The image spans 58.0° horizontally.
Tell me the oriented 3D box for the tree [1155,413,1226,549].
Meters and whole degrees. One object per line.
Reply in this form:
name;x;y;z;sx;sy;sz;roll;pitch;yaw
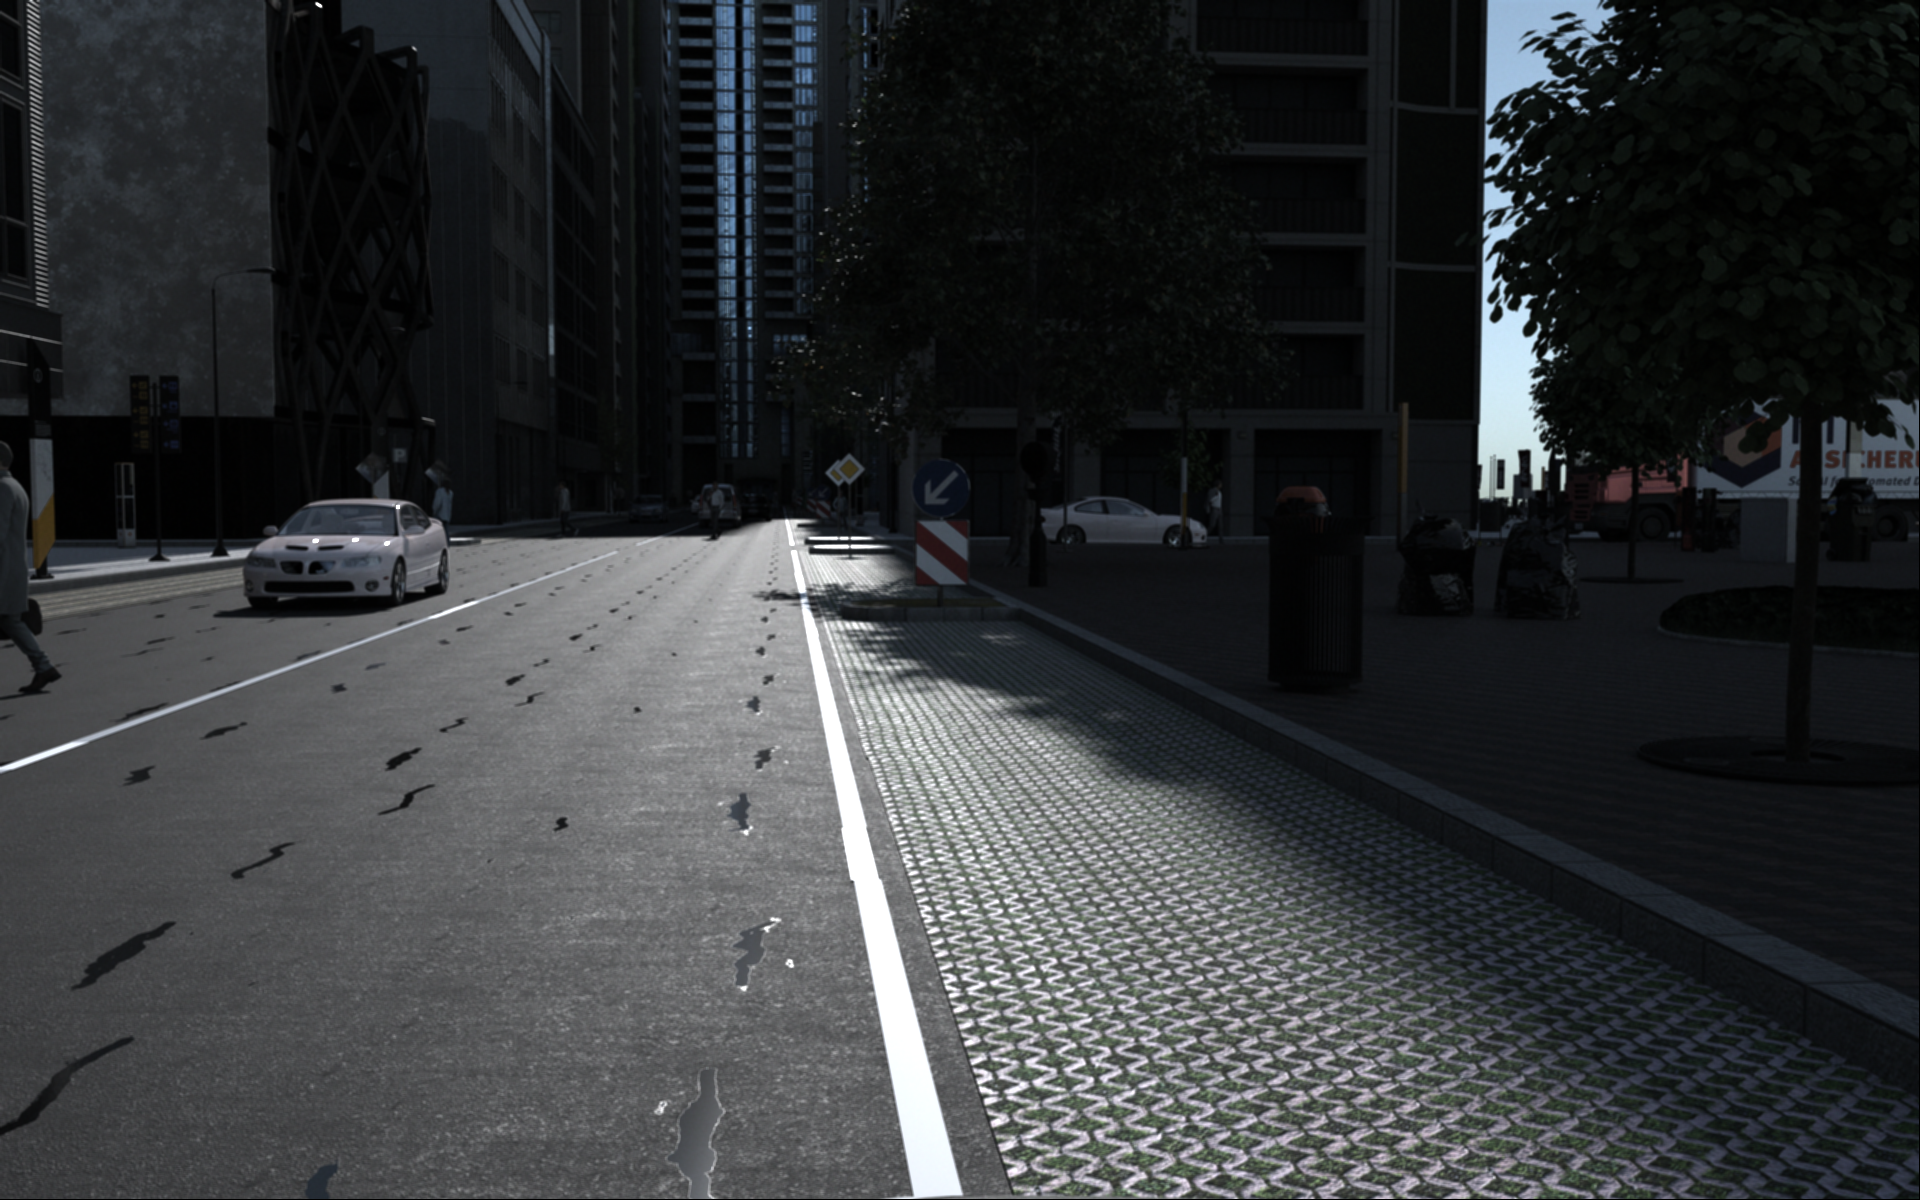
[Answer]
tree;5.567;-2.852;41.224;1.663;3.219;1.824;0;3;0

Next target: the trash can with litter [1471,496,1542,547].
trash can with litter;13.433;-1.929;42.595;2.233;1.210;1.678;2;4;25

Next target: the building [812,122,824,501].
building;-9.491;-31.217;193.986;14.154;41.232;14.086;0;4;-6

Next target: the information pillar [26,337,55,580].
information pillar;-13.864;-2.127;26.127;0.183;3.616;0.504;0;4;1

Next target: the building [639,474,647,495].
building;-43.606;-27.870;147.550;32.217;40.220;23.993;0;4;-6

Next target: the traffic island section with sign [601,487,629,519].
traffic island section with sign;-19.720;-5.620;100.510;1.989;1.847;2.006;0;4;-6

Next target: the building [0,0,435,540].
building;-26.122;-11.529;55.958;16.820;18.784;16.811;0;4;-6

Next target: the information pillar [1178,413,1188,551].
information pillar;5.080;-2.933;39.309;0.183;3.616;0.504;0;4;1

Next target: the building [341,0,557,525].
building;-26.149;-16.012;79.820;12.078;24.808;19.932;0;4;-6

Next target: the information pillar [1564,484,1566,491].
information pillar;42.468;-7.140;121.224;0.304;2.012;0.304;1;4;8

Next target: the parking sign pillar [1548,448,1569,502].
parking sign pillar;32.897;-6.571;95.907;1.447;3.967;1.447;1;4;9

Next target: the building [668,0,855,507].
building;-29.563;-55.304;216.890;31.000;86.520;22.319;0;4;-6

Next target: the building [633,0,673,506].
building;-45.609;-39.397;186.140;28.212;58.520;21.231;0;4;-6

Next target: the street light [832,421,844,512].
street light;-5.059;-6.524;79.215;1.470;5.913;1.316;0;4;-6

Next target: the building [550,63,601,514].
building;-29.706;-18.883;102.240;14.314;27.812;24.014;0;4;-6

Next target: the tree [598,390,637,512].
tree;-24.360;-10.426;120.822;4.737;8.622;4.395;0;3;0

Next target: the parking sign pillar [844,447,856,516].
parking sign pillar;-6.378;-6.826;100.070;1.447;3.967;1.447;-1;4;-15

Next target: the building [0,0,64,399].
building;-20.186;-13.562;15.251;14.314;27.812;24.014;0;4;-6

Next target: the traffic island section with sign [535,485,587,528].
traffic island section with sign;-16.949;-3.980;73.697;1.989;1.847;2.006;0;4;-6

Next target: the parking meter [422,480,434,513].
parking meter;-21.456;-3.923;69.856;0.399;1.863;0.255;0;4;-2

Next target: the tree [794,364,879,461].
tree;-7.595;-11.614;115.646;9.928;11.665;9.643;0;3;0

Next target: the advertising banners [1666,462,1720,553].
advertising banners;16.352;-2.605;38.783;0.090;3.025;2.074;-1;4;-10

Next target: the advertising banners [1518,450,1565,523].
advertising banners;22.908;-4.400;68.122;2.074;3.025;0.090;3;5;43

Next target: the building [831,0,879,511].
building;-0.262;-50.723;141.990;22.319;86.520;31.000;0;4;-6

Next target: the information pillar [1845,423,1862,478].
information pillar;18.095;-2.675;35.099;0.504;3.616;0.183;-2;4;-35

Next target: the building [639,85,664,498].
building;-36.588;-29.648;168.336;14.154;41.232;14.086;0;4;-6

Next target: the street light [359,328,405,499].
street light;-16.221;-4.649;48.556;1.470;5.913;1.316;0;4;-6

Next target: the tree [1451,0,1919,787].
tree;3.997;-1.489;8.058;4.285;4.588;4.351;0;3;0

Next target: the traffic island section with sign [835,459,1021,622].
traffic island section with sign;-0.397;-0.712;20.265;1.989;1.847;2.006;0;4;-6

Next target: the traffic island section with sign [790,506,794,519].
traffic island section with sign;-8.790;-5.674;101.389;1.989;1.847;2.006;0;4;-6

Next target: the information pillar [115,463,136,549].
information pillar;-19.717;-2.228;40.924;0.304;2.012;0.304;2;4;33

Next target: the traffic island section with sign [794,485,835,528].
traffic island section with sign;-6.018;-4.034;74.577;1.989;1.847;2.006;0;4;-6

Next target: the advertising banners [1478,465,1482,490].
advertising banners;30.517;-6.570;103.613;0.090;3.025;2.074;-1;4;-23

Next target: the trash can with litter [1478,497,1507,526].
trash can with litter;21.149;-3.510;68.779;1.055;1.170;0.624;2;4;34

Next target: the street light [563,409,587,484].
street light;-20.970;-7.442;94.213;1.470;5.913;1.316;0;4;-6

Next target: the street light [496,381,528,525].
street light;-18.465;-6.042;71.331;1.470;5.913;1.316;0;4;-6

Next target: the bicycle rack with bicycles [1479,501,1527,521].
bicycle rack with bicycles;26.850;-4.314;83.914;2.852;0.926;2.925;-1;4;-14

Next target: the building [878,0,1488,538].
building;7.868;-37.997;59.499;20.611;71.187;20.563;0;4;-6

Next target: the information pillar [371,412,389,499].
information pillar;-16.548;-3.555;49.471;0.504;3.616;0.183;0;4;4

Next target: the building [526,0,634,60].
building;-31.840;-27.258;129.255;14.154;41.232;14.086;0;4;-6

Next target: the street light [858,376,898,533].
street light;-2.728;-5.132;56.450;1.470;5.913;1.316;0;4;-6

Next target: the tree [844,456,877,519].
tree;-5.379;-5.779;89.094;1.663;3.219;1.824;0;3;0

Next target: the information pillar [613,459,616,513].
information pillar;-23.085;-7.609;115.762;0.183;3.616;0.504;0;4;-6

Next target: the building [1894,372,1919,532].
building;34.948;-23.036;60.235;14.086;41.232;14.154;0;4;-6

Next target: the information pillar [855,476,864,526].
information pillar;-4.006;-3.950;69.080;0.304;2.012;0.304;-1;4;-9

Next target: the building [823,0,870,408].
building;-3.098;-38.583;172.823;21.231;58.520;28.212;0;4;-6

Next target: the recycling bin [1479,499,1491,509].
recycling bin;28.335;-4.991;94.160;0.722;1.027;0.722;-3;4;-36

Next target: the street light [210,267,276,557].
street light;-14.723;-3.857;35.602;1.470;5.913;1.316;0;4;-6

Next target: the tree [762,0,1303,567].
tree;1.283;-6.954;30.712;9.611;12.733;9.660;0;3;0

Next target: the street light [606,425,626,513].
street light;-23.213;-8.835;116.987;1.470;5.913;1.316;0;4;-6
